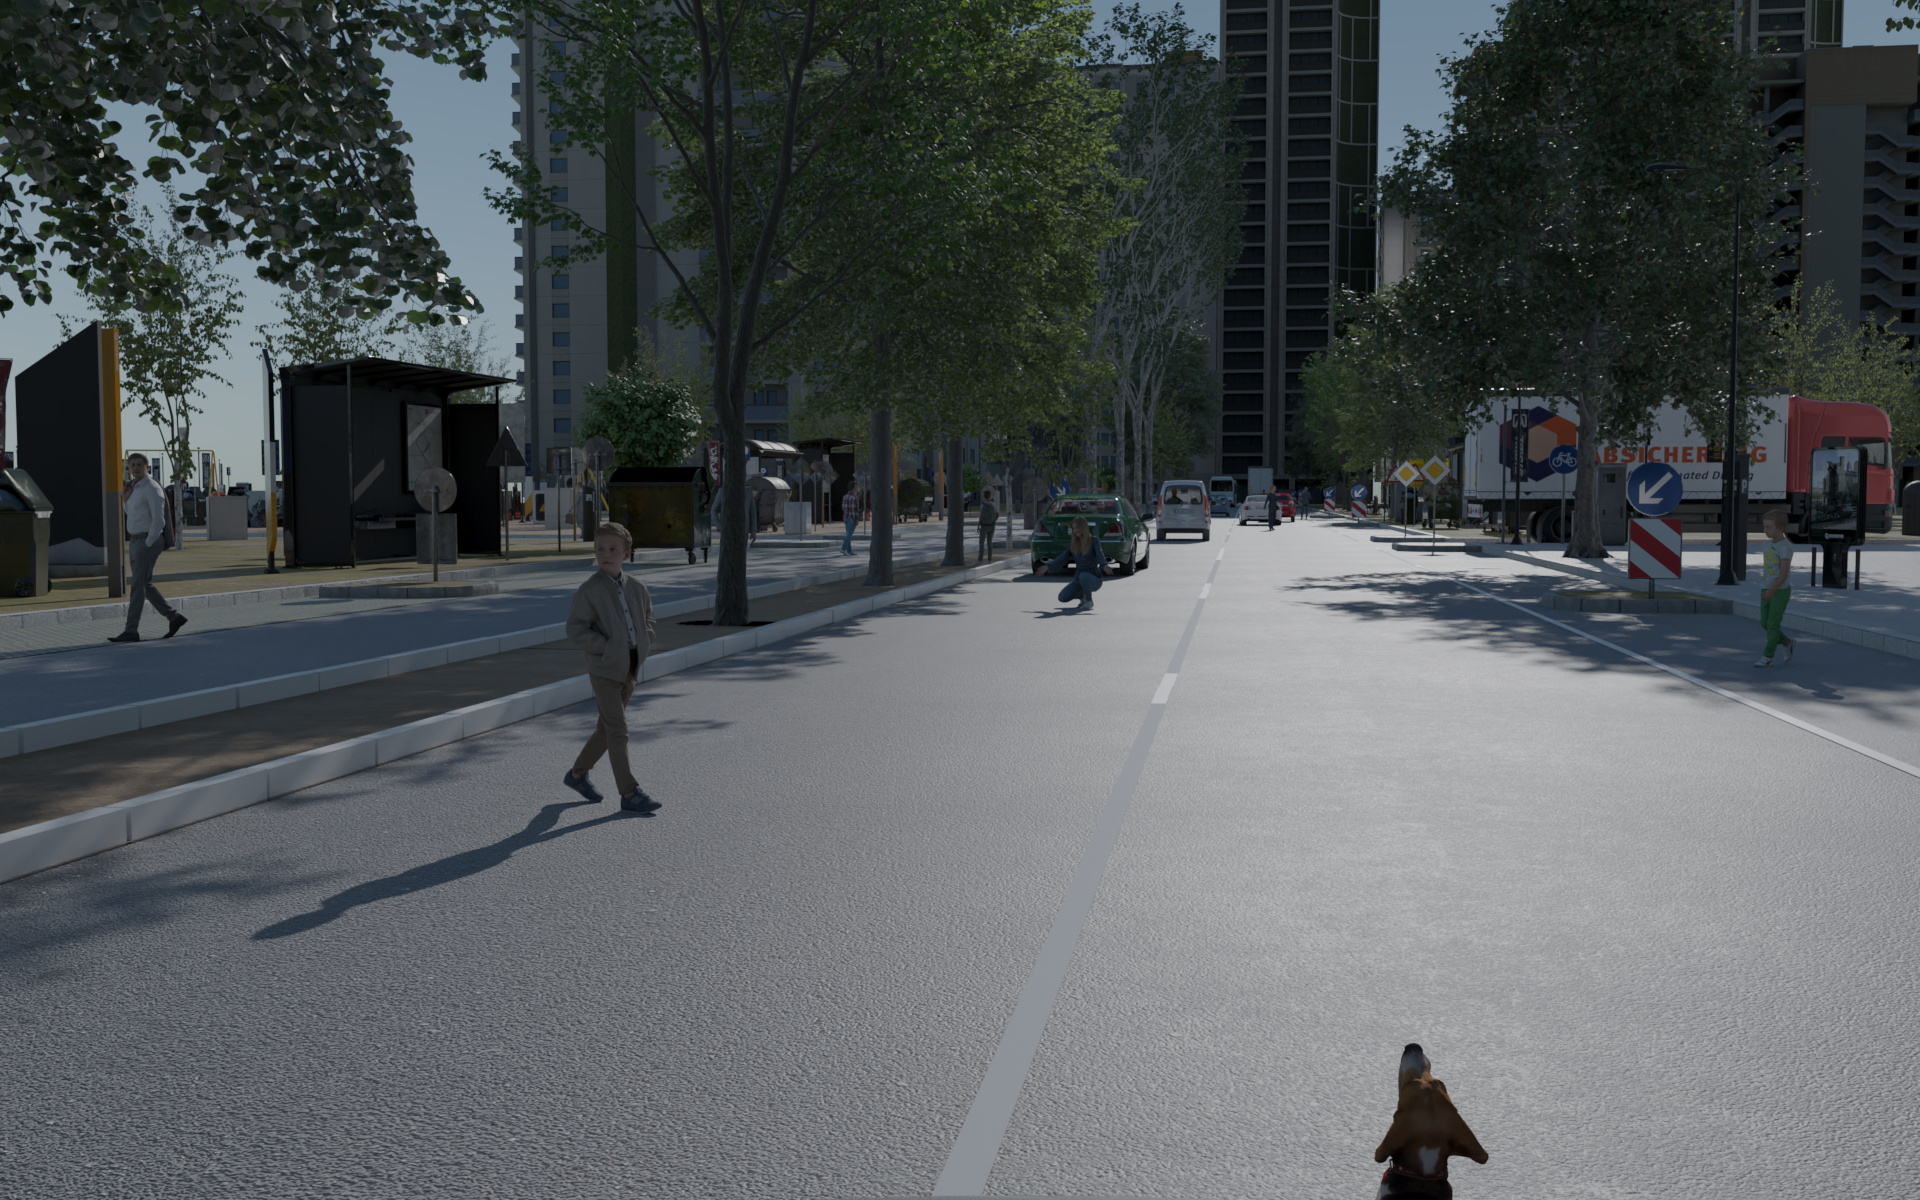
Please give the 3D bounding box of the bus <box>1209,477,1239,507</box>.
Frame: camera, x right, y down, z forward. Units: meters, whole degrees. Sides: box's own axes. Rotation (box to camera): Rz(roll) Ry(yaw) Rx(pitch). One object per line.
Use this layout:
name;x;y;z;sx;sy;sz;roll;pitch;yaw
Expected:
bus;28.802;-11.883;189.147;2.948;3.499;13.247;1;4;10

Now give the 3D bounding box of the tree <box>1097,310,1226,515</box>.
tree;13.801;-12.843;119.088;9.857;13.997;8.962;0;3;0

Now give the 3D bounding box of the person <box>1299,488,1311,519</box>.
person;19.520;-5.463;97.998;0.661;1.801;0.590;0;4;3

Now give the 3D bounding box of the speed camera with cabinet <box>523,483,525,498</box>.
speed camera with cabinet;-29.993;-7.827;122.303;2.038;3.252;0.660;2;4;35

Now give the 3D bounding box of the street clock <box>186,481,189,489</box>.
street clock;-41.894;-5.440;93.517;0.358;2.002;0.471;3;5;44

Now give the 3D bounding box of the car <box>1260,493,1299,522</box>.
car;16.468;-4.934;89.708;2.155;1.783;4.494;1;4;11

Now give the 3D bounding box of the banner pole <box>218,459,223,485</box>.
banner pole;-53.239;-8.243;124.786;0.401;3.779;0.863;0;4;-4

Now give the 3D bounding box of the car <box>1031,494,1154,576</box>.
car;2.459;-1.236;32.011;2.131;1.459;4.920;1;4;11

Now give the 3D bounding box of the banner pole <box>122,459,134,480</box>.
banner pole;-52.056;-7.250;108.557;0.863;3.779;0.401;0;4;-3

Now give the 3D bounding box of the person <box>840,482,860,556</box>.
person;-2.574;-1.894;40.303;0.643;1.720;0.563;-2;4;-29

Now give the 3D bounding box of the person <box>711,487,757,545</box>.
person;-3.192;-0.974;24.532;0.635;1.810;0.391;-2;4;-28

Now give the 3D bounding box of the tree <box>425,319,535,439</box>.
tree;-20.143;-7.435;71.931;4.360;8.622;3.978;0;3;0

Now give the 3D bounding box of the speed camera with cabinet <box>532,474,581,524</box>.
speed camera with cabinet;-17.450;-4.930;74.942;2.038;3.252;0.660;-1;4;-10

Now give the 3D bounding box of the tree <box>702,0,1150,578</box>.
tree;-0.148;-6.970;34.541;7.486;12.596;7.792;0;3;0

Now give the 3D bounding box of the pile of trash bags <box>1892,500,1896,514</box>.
pile of trash bags;57.938;-6.161;110.482;3.447;1.369;1.912;3;5;41

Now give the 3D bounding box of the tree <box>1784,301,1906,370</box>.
tree;35.913;-7.259;69.055;4.360;8.622;3.978;0;3;0

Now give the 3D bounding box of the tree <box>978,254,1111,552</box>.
tree;1.215;-5.466;42.191;4.737;8.622;4.395;0;3;0

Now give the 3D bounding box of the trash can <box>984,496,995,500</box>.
trash can;2.363;-7.210;129.531;0.748;1.137;0.748;0;3;0

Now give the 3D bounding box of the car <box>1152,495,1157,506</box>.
car;20.851;-10.412;182.600;2.083;1.381;4.827;1;4;9

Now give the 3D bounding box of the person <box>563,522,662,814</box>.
person;-1.582;0.296;7.936;0.640;1.303;0.475;2;4;29

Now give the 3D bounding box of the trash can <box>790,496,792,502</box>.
trash can;-11.654;-6.766;122.272;0.748;1.137;0.748;0;3;0

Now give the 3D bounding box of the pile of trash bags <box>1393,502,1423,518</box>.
pile of trash bags;23.633;-4.910;90.035;1.912;1.369;3.447;1;4;9

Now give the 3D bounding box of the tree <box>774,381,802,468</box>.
tree;-8.288;-9.257;101.710;4.737;8.622;4.395;0;3;0

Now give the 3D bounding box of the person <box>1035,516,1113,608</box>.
person;1.569;-0.478;21.815;1.012;1.151;0.738;3;5;39

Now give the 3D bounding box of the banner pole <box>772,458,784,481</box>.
banner pole;-9.533;-6.122;90.117;0.863;3.779;0.401;1;4;11

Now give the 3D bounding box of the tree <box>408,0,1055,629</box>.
tree;-2.401;-5.513;18.358;9.928;11.665;9.643;0;3;0

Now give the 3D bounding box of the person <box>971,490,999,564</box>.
person;0.522;-1.469;35.107;0.523;1.515;0.503;2;4;29

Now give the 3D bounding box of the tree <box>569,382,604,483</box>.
tree;-23.085;-9.786;110.358;4.737;8.622;4.395;0;3;0

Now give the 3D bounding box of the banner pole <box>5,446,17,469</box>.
banner pole;-48.845;-6.075;89.348;0.863;3.779;0.401;-3;5;-40

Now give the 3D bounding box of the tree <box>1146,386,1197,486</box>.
tree;13.214;-9.728;111.865;4.737;8.622;4.395;0;3;0

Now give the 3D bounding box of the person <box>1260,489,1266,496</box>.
person;25.359;-8.324;144.602;1.348;1.823;0.705;1;4;14

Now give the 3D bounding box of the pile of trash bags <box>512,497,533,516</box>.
pile of trash bags;-25.473;-5.709;103.096;3.447;1.369;1.912;1;4;22

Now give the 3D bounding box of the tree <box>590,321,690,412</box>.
tree;-13.245;-7.509;73.130;4.360;8.622;3.978;0;3;0

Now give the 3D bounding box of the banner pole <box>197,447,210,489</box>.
banner pole;-40.311;-6.256;92.305;0.401;3.779;0.863;3;5;40

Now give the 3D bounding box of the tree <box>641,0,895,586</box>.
tree;-1.275;-6.512;27.053;7.486;12.596;7.792;0;3;0

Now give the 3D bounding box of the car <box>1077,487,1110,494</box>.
car;7.545;-5.497;98.555;2.281;1.827;5.304;1;4;11

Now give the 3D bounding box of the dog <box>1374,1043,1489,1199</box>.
dog;0.720;1.050;3.034;0.748;0.427;0.550;-2;4;-33

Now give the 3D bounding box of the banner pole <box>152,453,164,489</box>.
banner pole;-48.791;-7.065;105.528;0.863;3.779;0.401;-1;4;-9

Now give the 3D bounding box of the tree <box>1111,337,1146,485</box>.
tree;3.403;-6.227;54.637;4.737;8.622;4.395;0;3;0

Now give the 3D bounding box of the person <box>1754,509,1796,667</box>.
person;6.830;-0.105;14.461;0.590;1.304;0.306;-2;4;-32

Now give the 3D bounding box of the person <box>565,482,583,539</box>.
person;-11.905;-2.793;54.292;0.853;1.813;0.709;1;4;18

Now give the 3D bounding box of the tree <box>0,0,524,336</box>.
tree;-4.821;-5.984;6.955;9.857;13.997;8.962;0;3;0

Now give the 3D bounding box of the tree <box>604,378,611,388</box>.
tree;-15.491;-8.603;91.018;4.737;8.622;4.395;0;3;0

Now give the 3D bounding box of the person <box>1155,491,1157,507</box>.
person;21.471;-10.987;188.872;1.217;1.736;0.721;0;4;6

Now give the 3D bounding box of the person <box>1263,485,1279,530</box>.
person;12.382;-3.669;68.908;0.576;1.772;0.534;-3;5;-45

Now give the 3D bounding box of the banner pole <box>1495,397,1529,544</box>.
banner pole;14.283;-3.346;44.727;0.863;3.779;0.401;0;4;-2

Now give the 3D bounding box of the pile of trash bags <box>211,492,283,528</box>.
pile of trash bags;-27.130;-3.447;66.114;1.912;1.369;3.447;2;4;24

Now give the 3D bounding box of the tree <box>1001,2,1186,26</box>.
tree;3.749;-12.571;63.884;12.611;20.169;13.585;0;3;0

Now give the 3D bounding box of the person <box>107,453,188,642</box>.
person;-7.980;-0.510;16.941;0.679;1.850;0.850;3;4;37

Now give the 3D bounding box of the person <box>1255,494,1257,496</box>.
person;22.374;-7.306;131.182;0.991;1.433;0.599;0;4;-1

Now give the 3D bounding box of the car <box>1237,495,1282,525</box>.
car;14.003;-4.187;80.815;2.083;1.381;4.827;0;4;8

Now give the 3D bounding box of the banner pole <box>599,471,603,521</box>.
banner pole;-16.808;-5.572;81.115;0.401;3.779;0.863;-1;4;-20

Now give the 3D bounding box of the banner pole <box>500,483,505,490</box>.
banner pole;-32.119;-8.002;120.850;0.863;3.779;0.401;-2;4;-35

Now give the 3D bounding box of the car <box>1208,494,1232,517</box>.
car;16.356;-6.029;110.570;2.014;1.417;4.499;1;4;9

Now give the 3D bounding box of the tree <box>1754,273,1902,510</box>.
tree;28.354;-6.623;58.644;4.360;8.622;3.978;0;3;0
